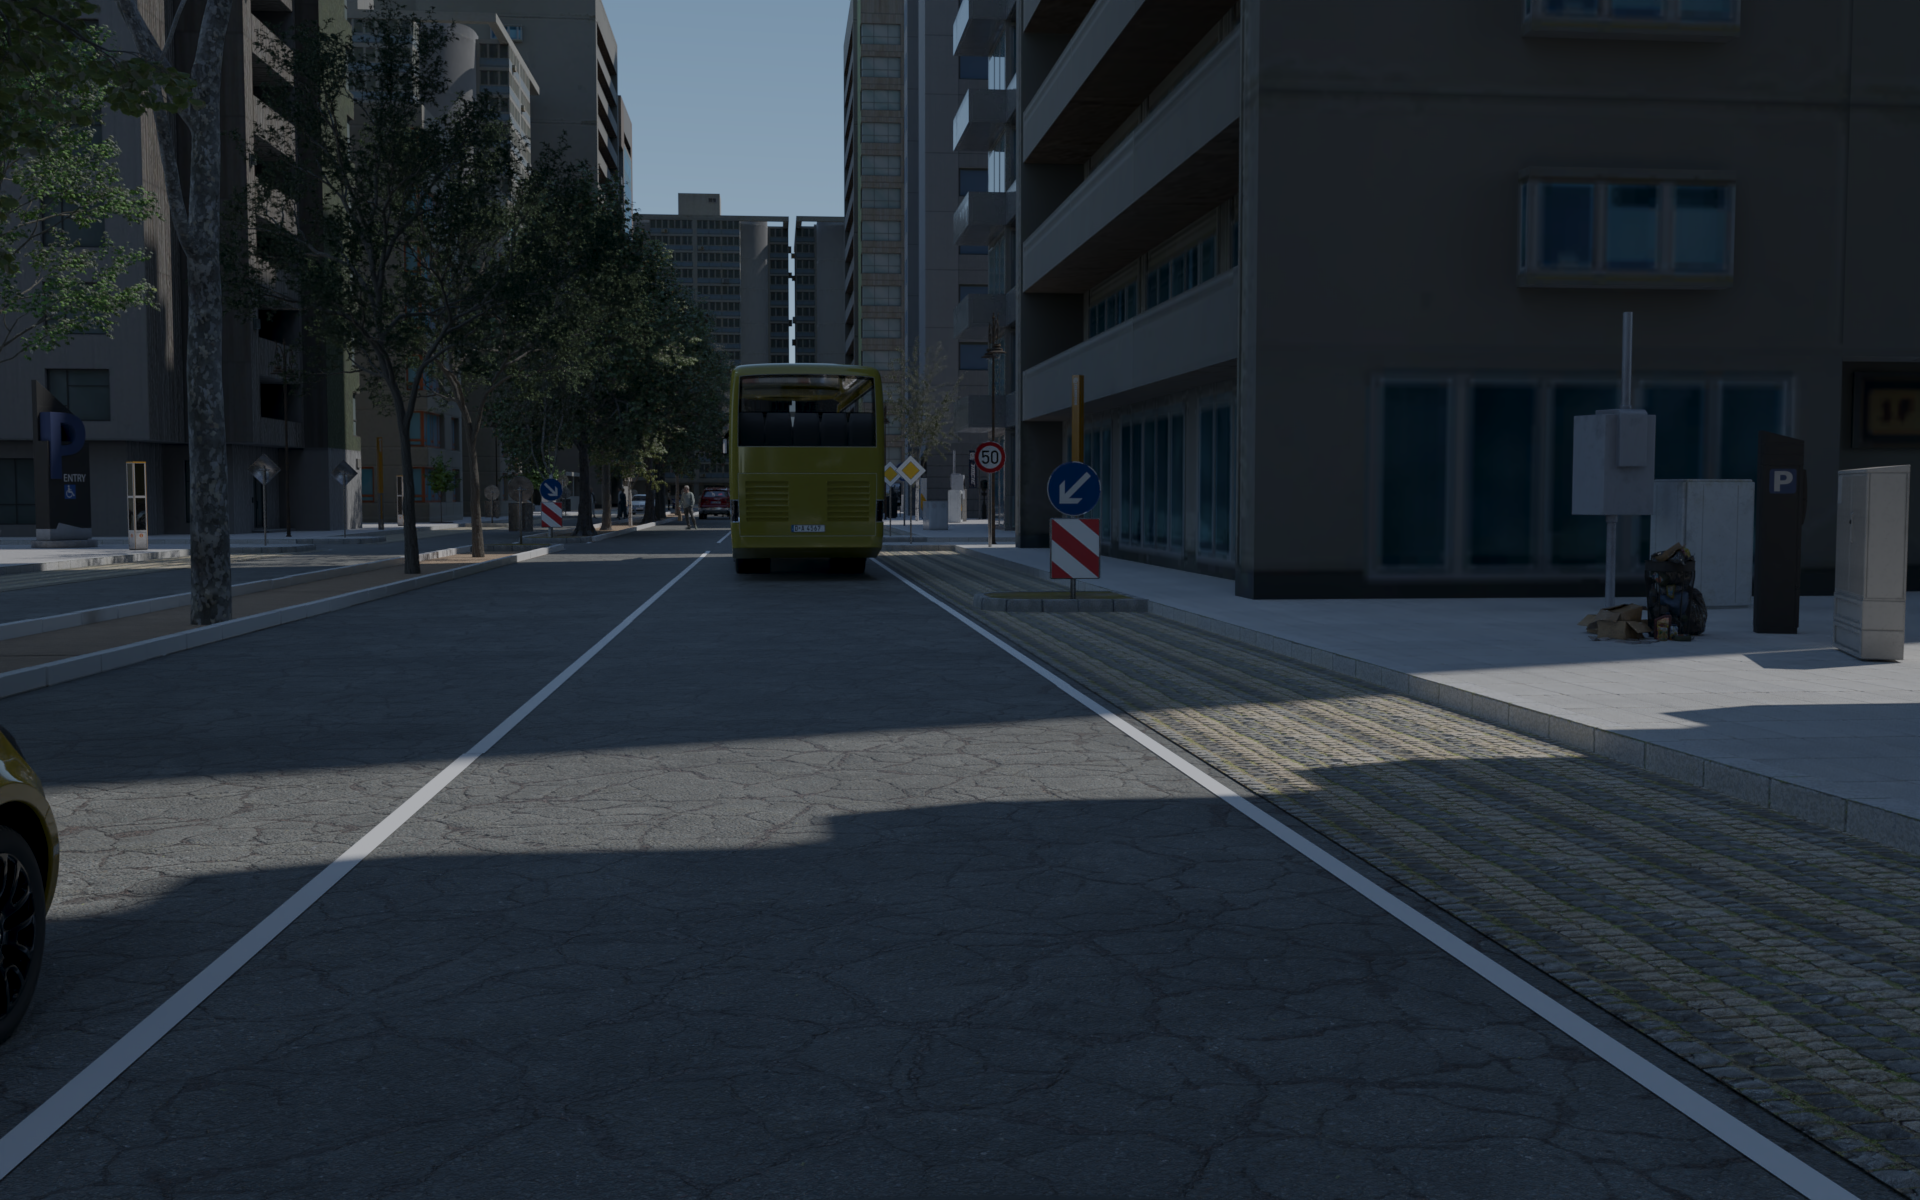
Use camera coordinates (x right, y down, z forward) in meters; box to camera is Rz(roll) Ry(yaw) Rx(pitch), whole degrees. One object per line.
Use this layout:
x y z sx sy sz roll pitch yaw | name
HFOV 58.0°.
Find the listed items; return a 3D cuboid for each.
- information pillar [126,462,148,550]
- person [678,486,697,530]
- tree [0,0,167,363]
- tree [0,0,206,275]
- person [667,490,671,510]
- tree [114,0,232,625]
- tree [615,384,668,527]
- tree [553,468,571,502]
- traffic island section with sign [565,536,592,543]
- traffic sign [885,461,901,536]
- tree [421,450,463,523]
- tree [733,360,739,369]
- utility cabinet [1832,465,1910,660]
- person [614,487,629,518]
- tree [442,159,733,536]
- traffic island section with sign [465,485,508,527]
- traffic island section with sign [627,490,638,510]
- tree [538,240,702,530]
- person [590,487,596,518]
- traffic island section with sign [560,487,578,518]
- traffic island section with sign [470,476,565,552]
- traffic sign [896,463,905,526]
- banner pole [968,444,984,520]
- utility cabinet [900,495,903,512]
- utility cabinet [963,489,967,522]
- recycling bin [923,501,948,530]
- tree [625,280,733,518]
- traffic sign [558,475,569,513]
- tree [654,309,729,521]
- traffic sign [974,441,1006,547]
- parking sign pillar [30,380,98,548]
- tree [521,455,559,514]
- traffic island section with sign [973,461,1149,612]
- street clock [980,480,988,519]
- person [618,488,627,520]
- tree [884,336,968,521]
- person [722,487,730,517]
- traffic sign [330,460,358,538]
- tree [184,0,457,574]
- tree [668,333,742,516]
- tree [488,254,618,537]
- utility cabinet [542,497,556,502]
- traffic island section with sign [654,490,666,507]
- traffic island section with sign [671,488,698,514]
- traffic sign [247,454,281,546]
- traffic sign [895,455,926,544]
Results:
-18.794 -2.145 39.559 0.304 2.012 0.304 3 4 37 | information pillar
-11.050 -3.728 69.946 0.782 1.767 0.515 1 4 19 | person
-19.176 -6.546 32.779 9.928 11.665 9.643 0 3 0 | tree
-7.852 -5.429 9.346 7.486 12.596 7.792 0 3 0 | tree
-25.663 -8.833 152.929 0.705 1.823 1.348 -1 4 -11 | person
-9.516 -9.833 19.124 12.611 20.169 13.585 0 3 0 | tree
-14.370 -7.496 75.374 4.737 8.622 4.395 0 3 0 | tree
-28.407 -7.776 121.734 1.663 3.219 1.824 0 3 0 | tree
-11.990 -2.634 51.203 2.006 1.907 1.989 0 4 -6 | traffic island section with sign
-2.117 -2.989 52.517 0.795 2.450 0.064 0 4 -6 | traffic sign
-22.980 -5.022 76.703 1.663 3.219 1.824 0 3 0 | tree
-14.883 -9.986 82.739 9.611 12.733 9.660 0 3 0 | tree
7.188 -0.308 13.712 0.318 1.500 1.173 1 4 17 | utility cabinet
-20.001 -5.732 102.315 0.850 1.850 0.679 0 4 7 | person
-12.855 -8.538 59.067 9.611 12.733 9.660 0 3 0 | tree
-20.386 -4.084 75.398 1.989 1.847 2.006 0 4 -6 | traffic island section with sign
-28.578 -8.776 152.120 1.989 1.847 2.006 0 4 -6 | traffic island section with sign
-14.127 -9.048 68.512 7.486 12.596 7.792 0 3 0 | tree
-21.788 -5.732 102.093 0.818 1.842 0.514 0 4 2 | person
-23.257 -5.723 102.201 1.989 1.847 2.006 0 4 -6 | traffic island section with sign
-11.213 -2.183 43.836 2.006 1.907 1.989 0 4 -6 | traffic island section with sign
-2.239 -4.256 69.690 0.768 2.556 0.104 0 4 1 | traffic sign
0.789 -5.943 87.180 0.863 3.779 0.401 2 4 32 | banner pole
-3.792 -6.867 123.437 1.020 1.237 0.306 3 4 38 | utility cabinet
-0.086 -4.364 80.036 0.318 1.500 1.173 -2 4 -25 | utility cabinet
-0.873 -3.007 61.719 0.722 1.027 0.722 -1 4 -22 | recycling bin
-17.766 -11.818 102.330 9.857 13.997 8.962 0 3 0 | tree
-26.891 -7.171 117.351 0.768 2.556 0.104 0 4 2 | traffic sign
-16.139 -10.051 92.544 9.928 11.665 9.643 0 3 0 | tree
0.727 -2.554 41.863 0.768 2.556 0.104 0 4 3 | traffic sign
-21.516 -3.244 41.504 1.447 3.967 1.447 1 4 16 | parking sign pillar
-27.675 -7.867 112.342 4.285 4.588 4.351 0 3 0 | tree
1.201 -0.804 21.780 1.989 1.847 2.006 0 4 -6 | traffic island section with sign
1.237 -5.129 88.433 0.471 2.002 0.358 -2 4 -24 | street clock
-18.838 -5.375 96.799 0.576 1.772 0.534 1 4 17 | person
-1.824 -8.029 81.640 4.360 8.622 3.978 0 3 0 | tree
-14.504 -6.106 107.701 0.648 1.900 0.474 0 4 -1 | person
-18.073 -2.887 50.840 0.795 2.450 0.064 0 4 -6 | traffic sign
-9.799 -5.756 30.981 8.767 10.594 7.601 0 4 -6 | tree
-18.645 -12.303 113.986 12.009 13.543 11.850 0 3 0 | tree
-12.364 -6.074 52.131 4.360 8.622 3.978 0 3 0 | tree
-27.825 -6.486 117.200 1.020 1.237 0.306 2 4 27 | utility cabinet
-31.441 -10.416 178.923 1.989 1.847 2.006 0 4 -6 | traffic island section with sign
-19.979 -7.204 125.917 2.006 1.907 1.989 0 4 -6 | traffic island section with sign
-17.225 -2.401 42.900 0.795 2.450 0.064 0 4 -6 | traffic sign
-1.269 -2.504 44.577 0.795 2.450 0.064 0 4 -6 | traffic sign
